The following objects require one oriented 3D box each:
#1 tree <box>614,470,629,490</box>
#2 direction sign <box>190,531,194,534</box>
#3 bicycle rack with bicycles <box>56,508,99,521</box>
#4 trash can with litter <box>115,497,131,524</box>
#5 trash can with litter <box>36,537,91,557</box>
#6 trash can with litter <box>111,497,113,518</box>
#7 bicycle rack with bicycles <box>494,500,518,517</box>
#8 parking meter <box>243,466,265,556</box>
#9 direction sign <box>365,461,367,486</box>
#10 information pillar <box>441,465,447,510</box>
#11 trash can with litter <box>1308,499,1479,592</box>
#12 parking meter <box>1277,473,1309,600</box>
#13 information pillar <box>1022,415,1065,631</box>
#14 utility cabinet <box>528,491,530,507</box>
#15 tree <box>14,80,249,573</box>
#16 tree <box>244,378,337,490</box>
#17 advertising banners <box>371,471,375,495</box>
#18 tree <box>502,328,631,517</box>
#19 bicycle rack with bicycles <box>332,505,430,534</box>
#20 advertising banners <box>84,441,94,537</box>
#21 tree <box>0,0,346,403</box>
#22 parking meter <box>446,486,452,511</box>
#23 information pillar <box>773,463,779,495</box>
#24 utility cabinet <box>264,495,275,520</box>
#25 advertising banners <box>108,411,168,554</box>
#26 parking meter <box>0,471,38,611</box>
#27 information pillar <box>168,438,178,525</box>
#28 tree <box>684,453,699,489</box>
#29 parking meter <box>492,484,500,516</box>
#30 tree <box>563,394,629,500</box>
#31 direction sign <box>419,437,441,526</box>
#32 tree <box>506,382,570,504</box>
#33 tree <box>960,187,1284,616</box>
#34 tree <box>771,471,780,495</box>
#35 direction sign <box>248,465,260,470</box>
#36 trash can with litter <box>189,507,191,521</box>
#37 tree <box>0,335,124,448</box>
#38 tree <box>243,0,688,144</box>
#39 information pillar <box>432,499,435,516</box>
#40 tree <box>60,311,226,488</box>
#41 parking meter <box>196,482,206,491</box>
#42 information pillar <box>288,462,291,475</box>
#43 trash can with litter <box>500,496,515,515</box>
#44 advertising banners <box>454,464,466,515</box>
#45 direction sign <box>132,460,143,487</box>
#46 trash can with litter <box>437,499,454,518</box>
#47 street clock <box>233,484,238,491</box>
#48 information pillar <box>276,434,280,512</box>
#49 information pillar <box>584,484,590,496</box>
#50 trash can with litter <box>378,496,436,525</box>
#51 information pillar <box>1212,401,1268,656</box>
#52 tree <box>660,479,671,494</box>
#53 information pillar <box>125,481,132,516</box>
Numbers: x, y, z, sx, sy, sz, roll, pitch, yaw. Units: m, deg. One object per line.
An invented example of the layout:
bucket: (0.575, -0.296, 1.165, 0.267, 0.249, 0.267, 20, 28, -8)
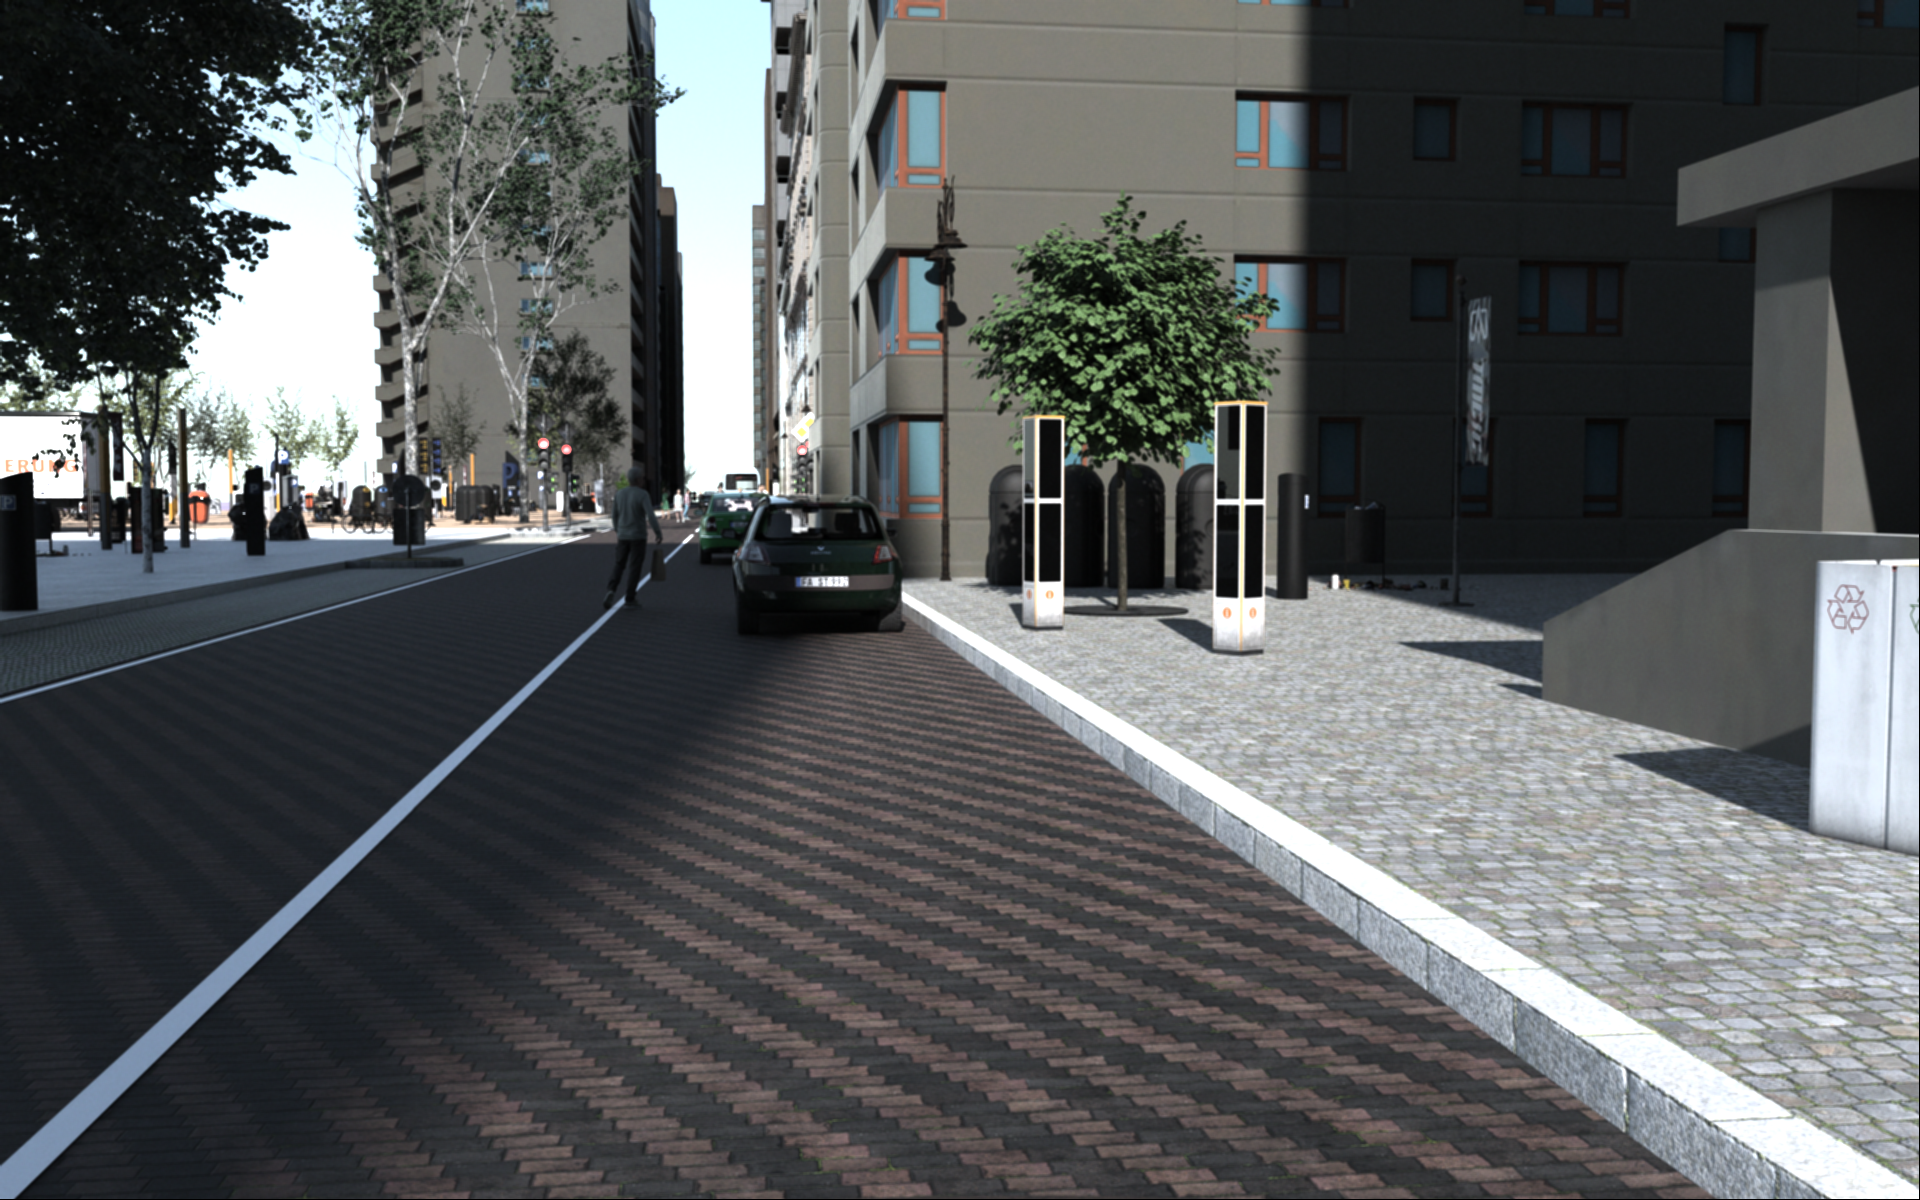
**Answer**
tree: (-27.297, -8.910, 140.286, 1.663, 3.219, 1.824, 0, 3, 0)
direction sign: (-24.726, -3.874, 55.341, 0.379, 3.537, 0.876, -2, 4, -28)
bicycle rack with bicycles: (-43.114, -4.303, 83.730, 2.925, 0.926, 2.852, -1, 4, -19)
trash can with litter: (-36.337, -3.919, 75.467, 1.055, 1.170, 0.624, 3, 5, 41)
trash can with litter: (-19.362, -1.510, 35.749, 2.233, 1.210, 1.678, 0, 4, 0)
trash can with litter: (-49.375, -5.386, 99.125, 1.678, 1.210, 2.233, 0, 4, 2)
bicycle rack with bicycles: (-26.636, -5.184, 98.135, 2.852, 0.926, 2.925, -2, 4, -34)
parking meter: (-14.769, -1.866, 36.225, 0.399, 1.863, 0.255, -1, 4, -22)
direction sign: (-40.220, -7.660, 117.239, 0.379, 3.537, 0.876, -2, 4, -24)
information pillar: (-41.280, -9.005, 138.591, 0.504, 3.616, 0.183, -1, 4, -20)
trash can with litter: (5.863, -0.752, 23.357, 2.233, 1.210, 1.678, 1, 4, 13)
parking meter: (4.072, -0.781, 21.185, 0.372, 1.533, 0.369, 0, 3, 0)
information pillar: (0.787, -0.726, 16.357, 0.304, 2.012, 0.304, -1, 4, -23)
utility cabinet: (-35.179, -7.986, 139.257, 1.173, 1.500, 0.318, 1, 4, 16)
tree: (-13.485, -4.767, 28.302, 4.360, 8.622, 3.978, 0, 3, 0)
tree: (-42.649, -9.794, 110.493, 4.737, 8.622, 4.395, 0, 3, 0)
advertising banners: (-44.673, -8.251, 131.087, 0.090, 3.025, 2.074, -3, 5, -41)
tree: (-21.717, -9.894, 96.174, 7.601, 10.594, 8.767, -3, 5, -42)
bicycle rack with bicycles: (-19.256, -2.654, 56.767, 2.925, 0.926, 2.852, 2, 4, 27)
advertising banners: (-26.238, -3.421, 52.125, 0.090, 3.025, 2.074, -1, 4, -22)
tree: (-10.522, -6.684, 15.938, 9.857, 13.997, 8.962, 0, 3, 0)
parking meter: (-39.129, -7.758, 132.549, 0.255, 1.863, 0.399, 1, 4, 21)
information pillar: (-13.713, -8.418, 128.993, 0.504, 3.616, 0.183, 2, 4, 26)
utility cabinet: (-34.765, -4.631, 86.882, 1.020, 1.237, 0.306, 3, 5, 40)
advertising banners: (-17.796, -2.525, 37.479, 0.090, 3.025, 2.074, 0, 4, 6)
parking meter: (-10.417, -0.655, 19.127, 0.372, 1.533, 0.369, 0, 3, 0)
information pillar: (-33.081, -4.981, 72.792, 0.183, 3.616, 0.504, 1, 4, 9)
tree: (-47.368, -21.234, 297.532, 4.360, 8.622, 3.978, 0, 3, 0)
parking meter: (-27.564, -5.951, 103.002, 0.399, 1.863, 0.255, 1, 4, 16)
tree: (-25.442, -10.535, 122.615, 4.360, 8.622, 3.978, 0, 3, 0)
direction sign: (-21.196, -4.730, 69.339, 0.876, 3.537, 0.379, -3, 4, -37)
tree: (-26.940, -9.880, 111.902, 4.737, 8.622, 4.395, 0, 3, 0)
tree: (1.734, -2.145, 18.791, 4.285, 4.588, 4.351, 0, 3, 0)
tree: (-15.107, -9.176, 144.632, 1.663, 3.219, 1.824, 0, 3, 0)
direction sign: (-54.634, -8.687, 134.036, 0.876, 3.537, 0.379, -1, 4, -8)
trash can with litter: (-36.640, -4.362, 82.702, 1.055, 1.170, 0.624, -1, 4, -11)
tree: (-40.190, -7.689, 76.077, 4.737, 8.622, 4.395, 0, 3, 0)
tree: (-14.622, -11.810, 48.978, 12.611, 20.169, 13.585, 0, 3, 0)
information pillar: (-30.616, -5.869, 100.448, 0.304, 2.012, 0.304, -2, 4, -25)
tree: (-31.439, -7.127, 66.890, 4.737, 8.622, 4.395, 0, 3, 0)
parking meter: (-38.107, -4.972, 87.005, 0.399, 1.863, 0.255, 1, 4, 13)
information pillar: (-48.938, -8.246, 126.180, 0.183, 3.616, 0.504, 3, 5, 41)
trash can with litter: (-27.397, -5.684, 104.313, 0.624, 1.170, 1.055, 3, 4, 37)
advertising banners: (-29.302, -6.446, 101.583, 0.090, 3.025, 2.074, -2, 4, -35)
direction sign: (-53.835, -7.443, 113.688, 0.876, 3.537, 0.379, 0, 4, 1)
trash can with litter: (-27.784, -5.039, 93.439, 1.678, 1.210, 2.233, 1, 4, 23)
street clock: (-54.319, -7.662, 129.845, 0.471, 2.002, 0.358, 0, 4, -4)
information pillar: (-26.446, -4.636, 67.153, 0.183, 3.616, 0.504, -1, 4, -18)
information pillar: (-27.636, -7.571, 128.277, 0.304, 2.012, 0.304, 3, 5, 40)
trash can with litter: (-23.308, -3.747, 72.324, 2.233, 1.210, 1.678, -2, 4, -32)
information pillar: (2.236, -0.572, 13.849, 0.304, 2.012, 0.304, -3, 5, -41)
tree: (-36.687, -13.467, 214.792, 1.663, 3.219, 1.824, 0, 3, 0)
information pillar: (-47.749, -5.813, 99.538, 0.304, 2.012, 0.304, -2, 4, -34)
